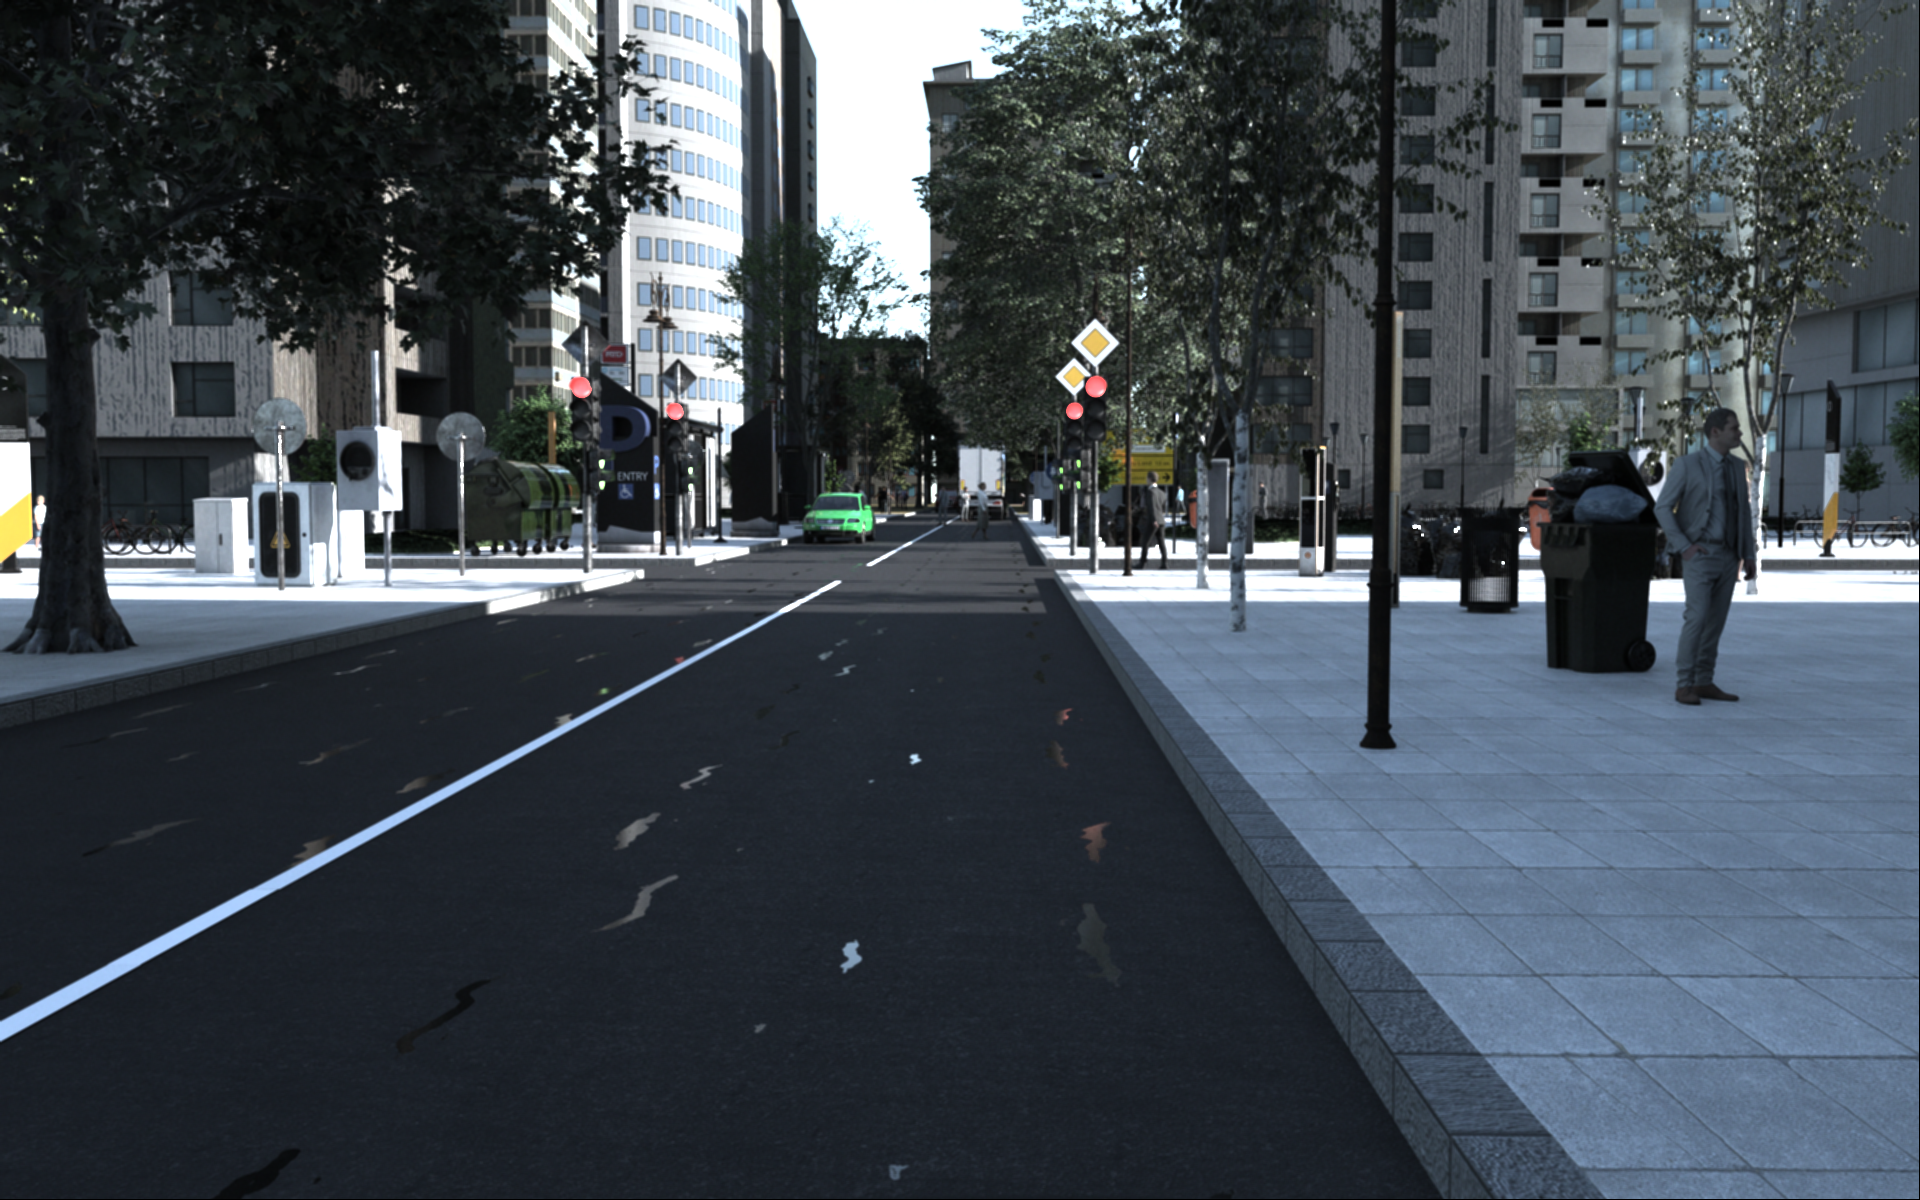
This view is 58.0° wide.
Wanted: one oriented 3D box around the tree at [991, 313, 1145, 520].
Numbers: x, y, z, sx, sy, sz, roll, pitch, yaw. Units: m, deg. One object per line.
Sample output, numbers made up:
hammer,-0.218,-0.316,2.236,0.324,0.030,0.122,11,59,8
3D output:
tree,4.851,-9.222,85.184,7.601,10.594,8.767,3,4,38

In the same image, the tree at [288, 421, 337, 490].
tree,-17.051,-3.156,46.202,1.663,3.219,1.824,0,3,0

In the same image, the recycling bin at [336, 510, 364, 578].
recycling bin,-9.696,-0.868,26.745,0.722,1.027,0.722,0,4,7

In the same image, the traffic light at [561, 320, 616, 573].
traffic light,-6.017,-2.388,27.971,0.839,4.253,0.868,0,4,1

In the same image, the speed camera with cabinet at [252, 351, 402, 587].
speed camera with cabinet,-8.786,-1.814,23.998,2.038,3.252,0.660,1,4,16

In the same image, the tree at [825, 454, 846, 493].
tree,-6.250,-5.430,83.380,1.663,3.219,1.824,0,3,0

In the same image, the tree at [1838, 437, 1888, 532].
tree,30.253,-3.910,58.530,1.663,3.219,1.824,0,3,0

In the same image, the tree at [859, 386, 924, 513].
tree,-4.823,-10.136,116.087,4.737,8.622,4.395,0,3,0

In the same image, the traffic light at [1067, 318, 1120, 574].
traffic light,2.142,-2.378,27.794,0.839,4.253,0.868,0,4,1

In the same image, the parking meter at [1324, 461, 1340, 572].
parking meter,6.049,-1.402,28.635,0.399,1.863,0.255,2,4,27

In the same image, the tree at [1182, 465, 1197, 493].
tree,14.850,-6.993,108.931,1.663,3.219,1.824,0,3,0

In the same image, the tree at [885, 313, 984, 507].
tree,-2.690,-19.747,178.755,12.611,20.169,13.585,0,3,0

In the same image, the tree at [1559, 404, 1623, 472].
tree,13.330,-2.605,37.193,1.663,3.219,1.824,0,3,0

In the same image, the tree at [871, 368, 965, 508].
tree,-3.613,-14.670,156.855,9.611,12.733,9.660,0,3,0

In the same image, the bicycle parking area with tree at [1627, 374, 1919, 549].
bicycle parking area with tree,19.058,-3.485,43.983,9.016,4.147,8.231,0,4,-5

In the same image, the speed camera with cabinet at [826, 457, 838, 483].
speed camera with cabinet,-7.061,-5.930,91.285,0.660,3.252,2.038,1,4,17

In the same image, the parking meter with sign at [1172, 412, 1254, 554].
parking meter with sign,5.424,-2.497,37.080,1.738,3.016,0.543,1,4,11

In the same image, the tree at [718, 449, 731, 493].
tree,-13.800,-7.678,109.251,4.285,4.588,4.351,0,3,0

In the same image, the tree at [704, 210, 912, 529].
tree,-5.604,-8.477,64.362,9.928,11.665,9.643,0,3,0

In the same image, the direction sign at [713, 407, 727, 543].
direction sign,-6.340,-3.285,45.712,0.379,3.537,0.876,-1,4,-11

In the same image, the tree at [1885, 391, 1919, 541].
tree,27.188,-3.907,47.595,4.285,4.588,4.351,0,3,0

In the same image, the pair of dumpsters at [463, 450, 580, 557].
pair of dumpsters,-9.437,-2.127,37.272,1.574,2.255,4.437,0,4,1

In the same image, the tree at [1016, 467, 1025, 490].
tree,6.664,-10.236,151.065,4.285,4.588,4.351,0,3,0

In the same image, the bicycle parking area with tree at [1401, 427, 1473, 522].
bicycle parking area with tree,24.050,-5.376,74.905,8.231,4.147,9.016,0,4,0

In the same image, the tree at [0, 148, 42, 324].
tree,-14.621,-4.479,23.586,4.737,8.622,4.395,0,3,0

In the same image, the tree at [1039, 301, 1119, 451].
tree,4.220,-6.922,63.539,4.737,8.622,4.395,0,3,0

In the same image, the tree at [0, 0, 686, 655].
tree,-7.338,-5.939,14.104,9.611,12.733,9.660,0,3,0

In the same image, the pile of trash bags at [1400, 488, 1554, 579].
pile of trash bags,8.002,-1.033,26.644,1.912,1.369,3.447,-2,4,-27

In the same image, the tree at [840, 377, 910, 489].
tree,-5.337,-9.366,103.491,4.360,8.622,3.978,0,3,0

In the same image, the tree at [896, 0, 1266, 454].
tree,3.274,-8.384,43.738,9.857,13.997,8.962,0,3,0

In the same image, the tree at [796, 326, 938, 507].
tree,-5.225,-9.929,96.750,8.767,10.594,7.601,0,4,7

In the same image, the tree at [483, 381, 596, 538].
tree,-12.232,-4.078,50.388,4.285,4.588,4.351,0,3,0

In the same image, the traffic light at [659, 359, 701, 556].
traffic light,-5.828,-2.877,35.954,0.839,4.253,0.868,0,4,1

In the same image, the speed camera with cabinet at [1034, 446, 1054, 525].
speed camera with cabinet,4.077,-4.716,71.440,2.038,3.252,0.660,-1,4,-21

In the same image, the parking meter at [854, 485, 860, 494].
parking meter,-6.410,-6.244,107.804,0.255,1.863,0.399,1,4,9

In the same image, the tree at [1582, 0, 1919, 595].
tree,10.154,-4.385,22.062,4.360,8.622,3.978,0,3,0

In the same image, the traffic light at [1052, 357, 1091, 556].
traffic light,2.331,-2.866,35.777,0.839,4.253,0.868,0,4,1

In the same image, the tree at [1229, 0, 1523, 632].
tree,2.789,-4.021,16.105,4.360,8.622,3.978,0,3,0

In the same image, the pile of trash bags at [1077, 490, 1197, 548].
pile of trash bags,4.440,-1.986,42.220,3.447,1.369,1.912,0,4,-2

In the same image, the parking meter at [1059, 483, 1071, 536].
parking meter,3.219,-2.923,53.509,0.399,1.863,0.255,0,4,2

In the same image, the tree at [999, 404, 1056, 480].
tree,6.540,-14.856,161.027,7.486,12.596,7.792,0,3,0

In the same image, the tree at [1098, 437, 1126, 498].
tree,4.008,-3.453,51.058,1.663,3.219,1.824,0,3,0

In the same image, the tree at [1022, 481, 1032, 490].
tree,5.631,-8.753,137.705,1.663,3.219,1.824,0,3,0

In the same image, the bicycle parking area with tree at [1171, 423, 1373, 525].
bicycle parking area with tree,12.456,-5.050,69.562,8.231,4.147,9.016,1,4,11
